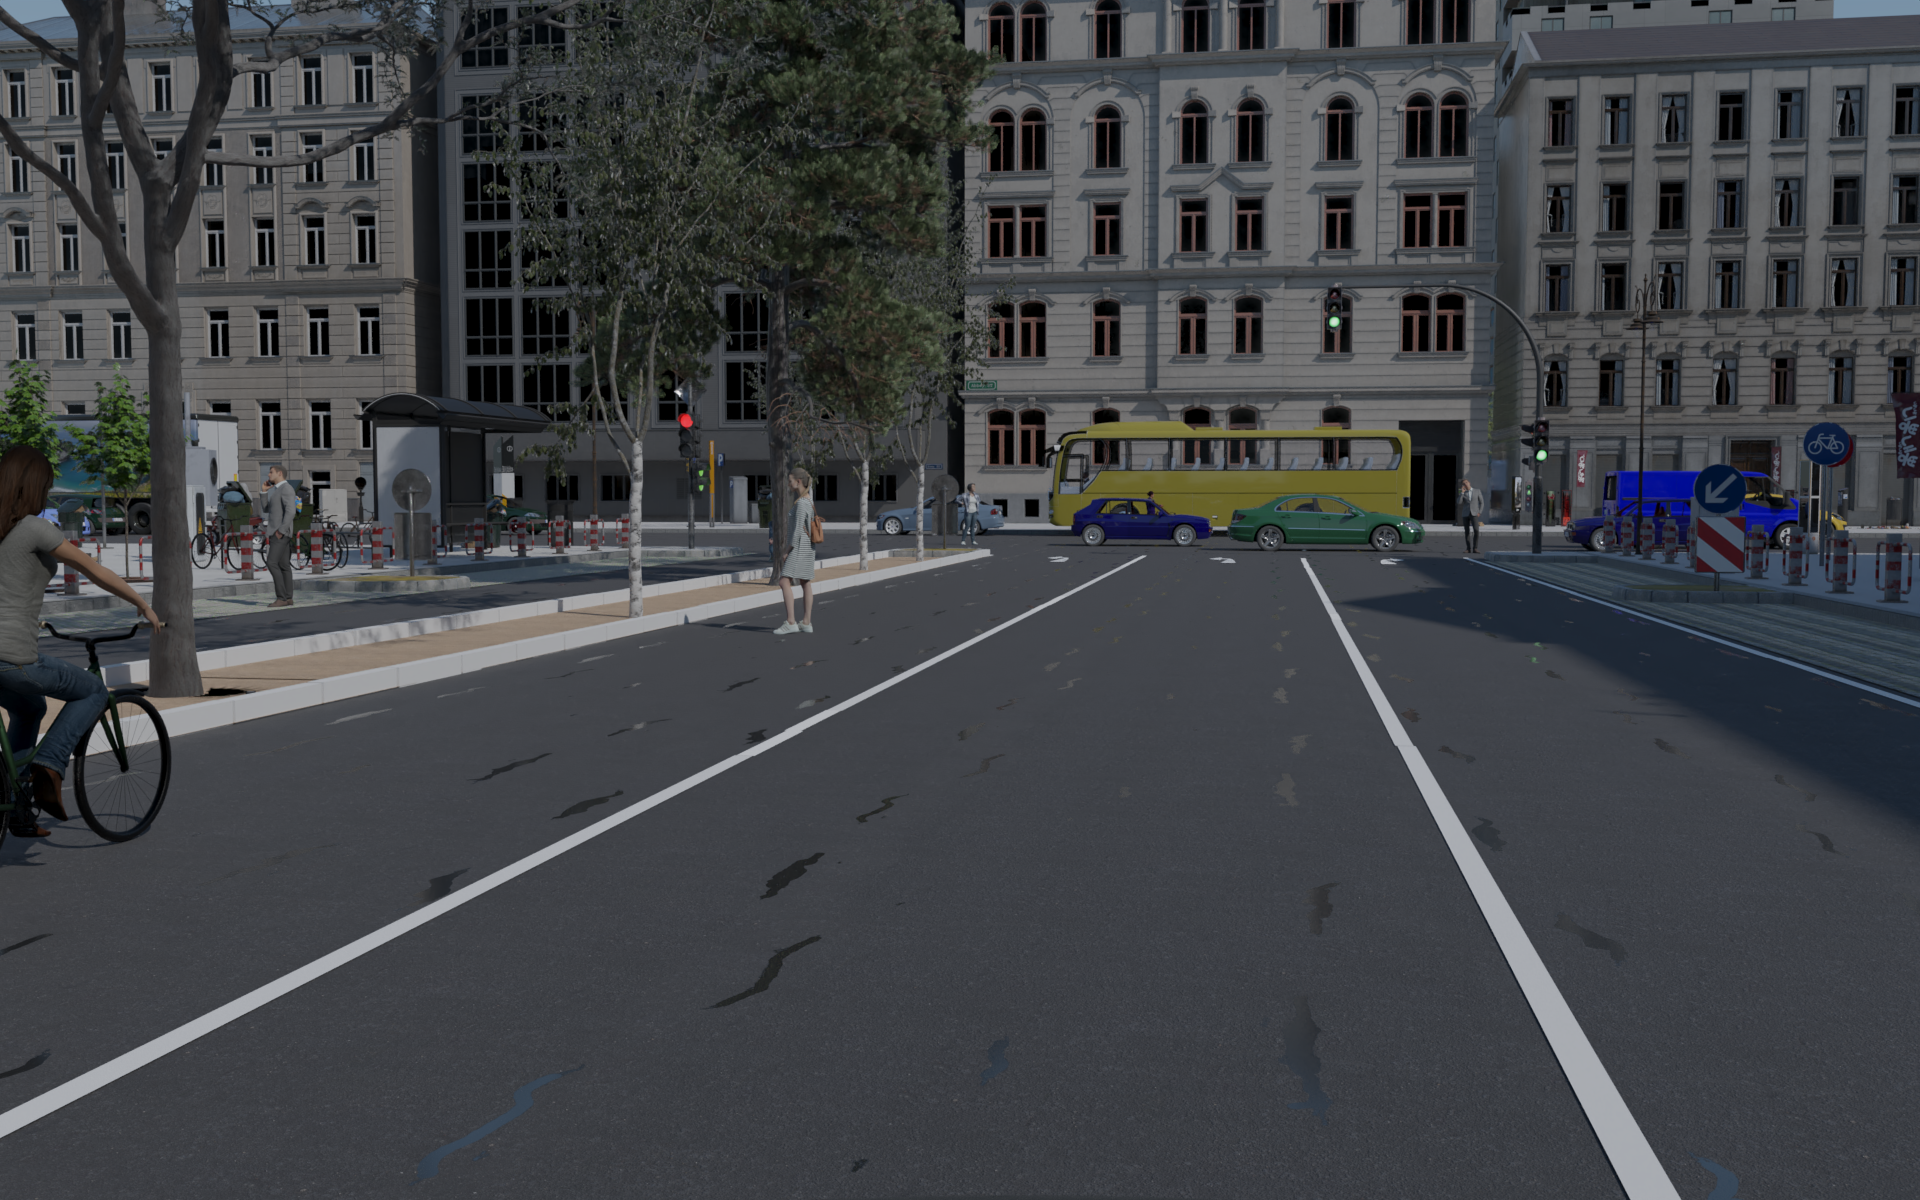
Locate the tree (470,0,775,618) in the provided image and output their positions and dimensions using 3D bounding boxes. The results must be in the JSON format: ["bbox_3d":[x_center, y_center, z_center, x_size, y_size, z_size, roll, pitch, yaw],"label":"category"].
[{"bbox_3d":[-3.706,-4.104,19.923,4.360,8.622,3.978,0,3,0],"label":"tree"}]

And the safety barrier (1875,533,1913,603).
[{"bbox_3d":[11.029,-0.379,20.465,0.300,0.817,1.120,1,4,10],"label":"safety barrier"}]

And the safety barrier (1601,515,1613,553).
[{"bbox_3d":[14.056,-1.421,37.503,0.300,0.817,1.120,1,4,10],"label":"safety barrier"}]

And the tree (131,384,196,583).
[{"bbox_3d":[-12.339,-1.878,25.303,1.663,3.219,1.824,0,3,0],"label":"tree"}]

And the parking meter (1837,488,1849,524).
[{"bbox_3d":[34.485,-3.624,67.662,0.372,1.533,0.369,0,3,0],"label":"parking meter"}]

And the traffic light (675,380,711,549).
[{"bbox_3d":[-6.278,-3.154,40.489,0.839,4.253,0.868,1,4,10],"label":"traffic light"}]

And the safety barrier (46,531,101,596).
[{"bbox_3d":[-11.229,-0.465,21.876,0.300,0.817,1.120,1,4,10],"label":"safety barrier"}]

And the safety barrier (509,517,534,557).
[{"bbox_3d":[-8.880,-1.274,35.099,0.300,0.817,1.120,1,4,10],"label":"safety barrier"}]

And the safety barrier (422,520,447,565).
[{"bbox_3d":[-9.550,-1.043,31.324,0.300,0.817,1.120,1,4,10],"label":"safety barrier"}]

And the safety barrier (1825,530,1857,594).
[{"bbox_3d":[11.365,-0.494,22.352,0.300,0.817,1.120,1,4,10],"label":"safety barrier"}]

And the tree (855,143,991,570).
[{"bbox_3d":[-1.776,-4.866,32.387,4.360,8.622,3.978,0,3,0],"label":"tree"}]

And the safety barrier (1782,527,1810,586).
[{"bbox_3d":[11.698,-0.610,24.244,0.300,0.817,1.120,1,4,10],"label":"safety barrier"}]

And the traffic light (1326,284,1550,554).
[{"bbox_3d":[10.319,-3.838,37.422,4.771,5.953,1.251,1,4,10],"label":"traffic light"}]

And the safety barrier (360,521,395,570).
[{"bbox_3d":[-9.890,-0.927,29.426,0.300,0.817,1.120,1,4,10],"label":"safety barrier"}]

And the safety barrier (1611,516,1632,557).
[{"bbox_3d":[13.722,-1.305,35.616,0.300,0.817,1.120,1,4,10],"label":"safety barrier"}]

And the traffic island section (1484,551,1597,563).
[{"bbox_3d":[12.432,-0.919,37.304,2.009,0.180,2.903,1,4,10],"label":"traffic island section"}]

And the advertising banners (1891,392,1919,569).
[{"bbox_3d":[16.880,-2.026,29.318,2.074,3.025,0.090,2,4,33],"label":"advertising banners"}]

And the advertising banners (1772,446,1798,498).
[{"bbox_3d":[30.155,-4.080,62.899,0.090,3.025,2.074,-1,4,-13],"label":"advertising banners"}]

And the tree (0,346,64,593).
[{"bbox_3d":[-12.240,-1.720,22.723,1.663,3.219,1.824,0,3,0],"label":"tree"}]

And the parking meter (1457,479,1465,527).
[{"bbox_3d":[19.694,-3.813,68.053,0.255,1.863,0.399,1,4,17],"label":"parking meter"}]

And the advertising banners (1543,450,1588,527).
[{"bbox_3d":[23.854,-4.403,68.171,2.074,3.025,0.090,-1,4,-21],"label":"advertising banners"}]

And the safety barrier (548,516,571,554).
[{"bbox_3d":[-8.546,-1.389,36.986,0.300,0.817,1.120,1,4,10],"label":"safety barrier"}]

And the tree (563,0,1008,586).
[{"bbox_3d":[-2.804,-6.252,26.730,6.751,12.117,7.091,0,3,0],"label":"tree"}]

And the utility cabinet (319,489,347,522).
[{"bbox_3d":[-28.138,-4.227,77.782,0.318,1.500,1.173,3,5,41],"label":"utility cabinet"}]

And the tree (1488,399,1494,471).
[{"bbox_3d":[37.342,-10.245,117.871,4.360,8.622,3.978,0,3,0],"label":"tree"}]

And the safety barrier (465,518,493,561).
[{"bbox_3d":[-9.218,-1.158,33.212,0.300,0.817,1.120,1,4,10],"label":"safety barrier"}]

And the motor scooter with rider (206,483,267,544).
[{"bbox_3d":[-19.979,-2.378,47.845,1.986,1.779,0.876,1,4,11],"label":"motor scooter with rider"}]

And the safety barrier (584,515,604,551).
[{"bbox_3d":[-8.211,-1.505,38.874,0.300,0.817,1.120,1,4,10],"label":"safety barrier"}]

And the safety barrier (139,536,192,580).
[{"bbox_3d":[-10.895,-0.580,23.764,0.300,0.817,1.120,1,4,10],"label":"safety barrier"}]

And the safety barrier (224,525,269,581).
[{"bbox_3d":[-10.559,-0.696,25.651,0.300,0.817,1.120,1,4,10],"label":"safety barrier"}]

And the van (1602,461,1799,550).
[{"bbox_3d":[19.728,-2.523,45.632,5.245,2.365,2.240,1,4,9],"label":"van"}]

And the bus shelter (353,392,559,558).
[{"bbox_3d":[-10.633,-2.645,37.164,2.014,3.302,5.546,1,4,10],"label":"bus shelter"}]

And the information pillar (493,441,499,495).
[{"bbox_3d":[-18.659,-4.816,70.091,0.504,3.616,0.183,2,4,31],"label":"information pillar"}]

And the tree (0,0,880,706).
[{"bbox_3d":[-5.548,-6.047,11.701,12.009,13.543,11.850,0,3,0],"label":"tree"}]

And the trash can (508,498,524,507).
[{"bbox_3d":[-17.268,-3.396,67.173,0.748,1.137,0.748,0,3,0],"label":"trash can"}]

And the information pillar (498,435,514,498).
[{"bbox_3d":[-17.800,-4.704,68.264,0.504,3.616,0.183,-1,4,-11],"label":"information pillar"}]

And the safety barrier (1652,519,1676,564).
[{"bbox_3d":[13.051,-1.074,31.829,0.300,0.817,1.120,1,4,10],"label":"safety barrier"}]

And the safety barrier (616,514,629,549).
[{"bbox_3d":[-7.874,-1.620,40.761,0.300,0.817,1.120,1,4,10],"label":"safety barrier"}]

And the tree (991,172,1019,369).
[{"bbox_3d":[-0.829,-5.133,36.740,4.360,8.622,3.978,0,3,0],"label":"tree"}]

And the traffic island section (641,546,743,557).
[{"bbox_3d":[-6.315,-1.122,40.631,2.009,0.180,2.903,1,4,10],"label":"traffic island section"}]

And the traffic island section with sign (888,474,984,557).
[{"bbox_3d":[-0.465,-1.939,39.832,2.006,1.907,1.989,1,4,10],"label":"traffic island section with sign"}]

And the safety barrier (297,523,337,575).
[{"bbox_3d":[-10.225,-0.811,27.539,0.300,0.817,1.120,1,4,10],"label":"safety barrier"}]

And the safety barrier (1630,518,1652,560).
[{"bbox_3d":[13.385,-1.190,33.729,0.300,0.817,1.120,1,4,10],"label":"safety barrier"}]

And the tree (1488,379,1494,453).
[{"bbox_3d":[30.821,-9.461,105.057,4.737,8.622,4.395,0,3,0],"label":"tree"}]

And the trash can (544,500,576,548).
[{"bbox_3d":[-9.495,-1.804,41.148,0.748,1.137,0.748,0,3,0],"label":"trash can"}]

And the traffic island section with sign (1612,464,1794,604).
[{"bbox_3d":[9.985,-0.908,23.475,1.989,1.847,2.006,1,4,10],"label":"traffic island section with sign"}]

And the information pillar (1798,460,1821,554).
[{"bbox_3d":[18.117,-1.985,36.951,0.304,2.012,0.304,-1,4,-22],"label":"information pillar"}]

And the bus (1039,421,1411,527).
[{"bbox_3d":[8.909,-4.120,58.915,12.252,3.916,2.896,1,4,8],"label":"bus"}]

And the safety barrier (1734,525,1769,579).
[{"bbox_3d":[12.034,-0.726,26.141,0.300,0.817,1.120,1,4,10],"label":"safety barrier"}]

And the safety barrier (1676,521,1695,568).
[{"bbox_3d":[12.711,-0.957,29.925,0.300,0.817,1.120,1,4,10],"label":"safety barrier"}]

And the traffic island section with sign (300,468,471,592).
[{"bbox_3d":[-8.546,-1.074,26.181,1.989,1.847,2.006,1,4,10],"label":"traffic island section with sign"}]
